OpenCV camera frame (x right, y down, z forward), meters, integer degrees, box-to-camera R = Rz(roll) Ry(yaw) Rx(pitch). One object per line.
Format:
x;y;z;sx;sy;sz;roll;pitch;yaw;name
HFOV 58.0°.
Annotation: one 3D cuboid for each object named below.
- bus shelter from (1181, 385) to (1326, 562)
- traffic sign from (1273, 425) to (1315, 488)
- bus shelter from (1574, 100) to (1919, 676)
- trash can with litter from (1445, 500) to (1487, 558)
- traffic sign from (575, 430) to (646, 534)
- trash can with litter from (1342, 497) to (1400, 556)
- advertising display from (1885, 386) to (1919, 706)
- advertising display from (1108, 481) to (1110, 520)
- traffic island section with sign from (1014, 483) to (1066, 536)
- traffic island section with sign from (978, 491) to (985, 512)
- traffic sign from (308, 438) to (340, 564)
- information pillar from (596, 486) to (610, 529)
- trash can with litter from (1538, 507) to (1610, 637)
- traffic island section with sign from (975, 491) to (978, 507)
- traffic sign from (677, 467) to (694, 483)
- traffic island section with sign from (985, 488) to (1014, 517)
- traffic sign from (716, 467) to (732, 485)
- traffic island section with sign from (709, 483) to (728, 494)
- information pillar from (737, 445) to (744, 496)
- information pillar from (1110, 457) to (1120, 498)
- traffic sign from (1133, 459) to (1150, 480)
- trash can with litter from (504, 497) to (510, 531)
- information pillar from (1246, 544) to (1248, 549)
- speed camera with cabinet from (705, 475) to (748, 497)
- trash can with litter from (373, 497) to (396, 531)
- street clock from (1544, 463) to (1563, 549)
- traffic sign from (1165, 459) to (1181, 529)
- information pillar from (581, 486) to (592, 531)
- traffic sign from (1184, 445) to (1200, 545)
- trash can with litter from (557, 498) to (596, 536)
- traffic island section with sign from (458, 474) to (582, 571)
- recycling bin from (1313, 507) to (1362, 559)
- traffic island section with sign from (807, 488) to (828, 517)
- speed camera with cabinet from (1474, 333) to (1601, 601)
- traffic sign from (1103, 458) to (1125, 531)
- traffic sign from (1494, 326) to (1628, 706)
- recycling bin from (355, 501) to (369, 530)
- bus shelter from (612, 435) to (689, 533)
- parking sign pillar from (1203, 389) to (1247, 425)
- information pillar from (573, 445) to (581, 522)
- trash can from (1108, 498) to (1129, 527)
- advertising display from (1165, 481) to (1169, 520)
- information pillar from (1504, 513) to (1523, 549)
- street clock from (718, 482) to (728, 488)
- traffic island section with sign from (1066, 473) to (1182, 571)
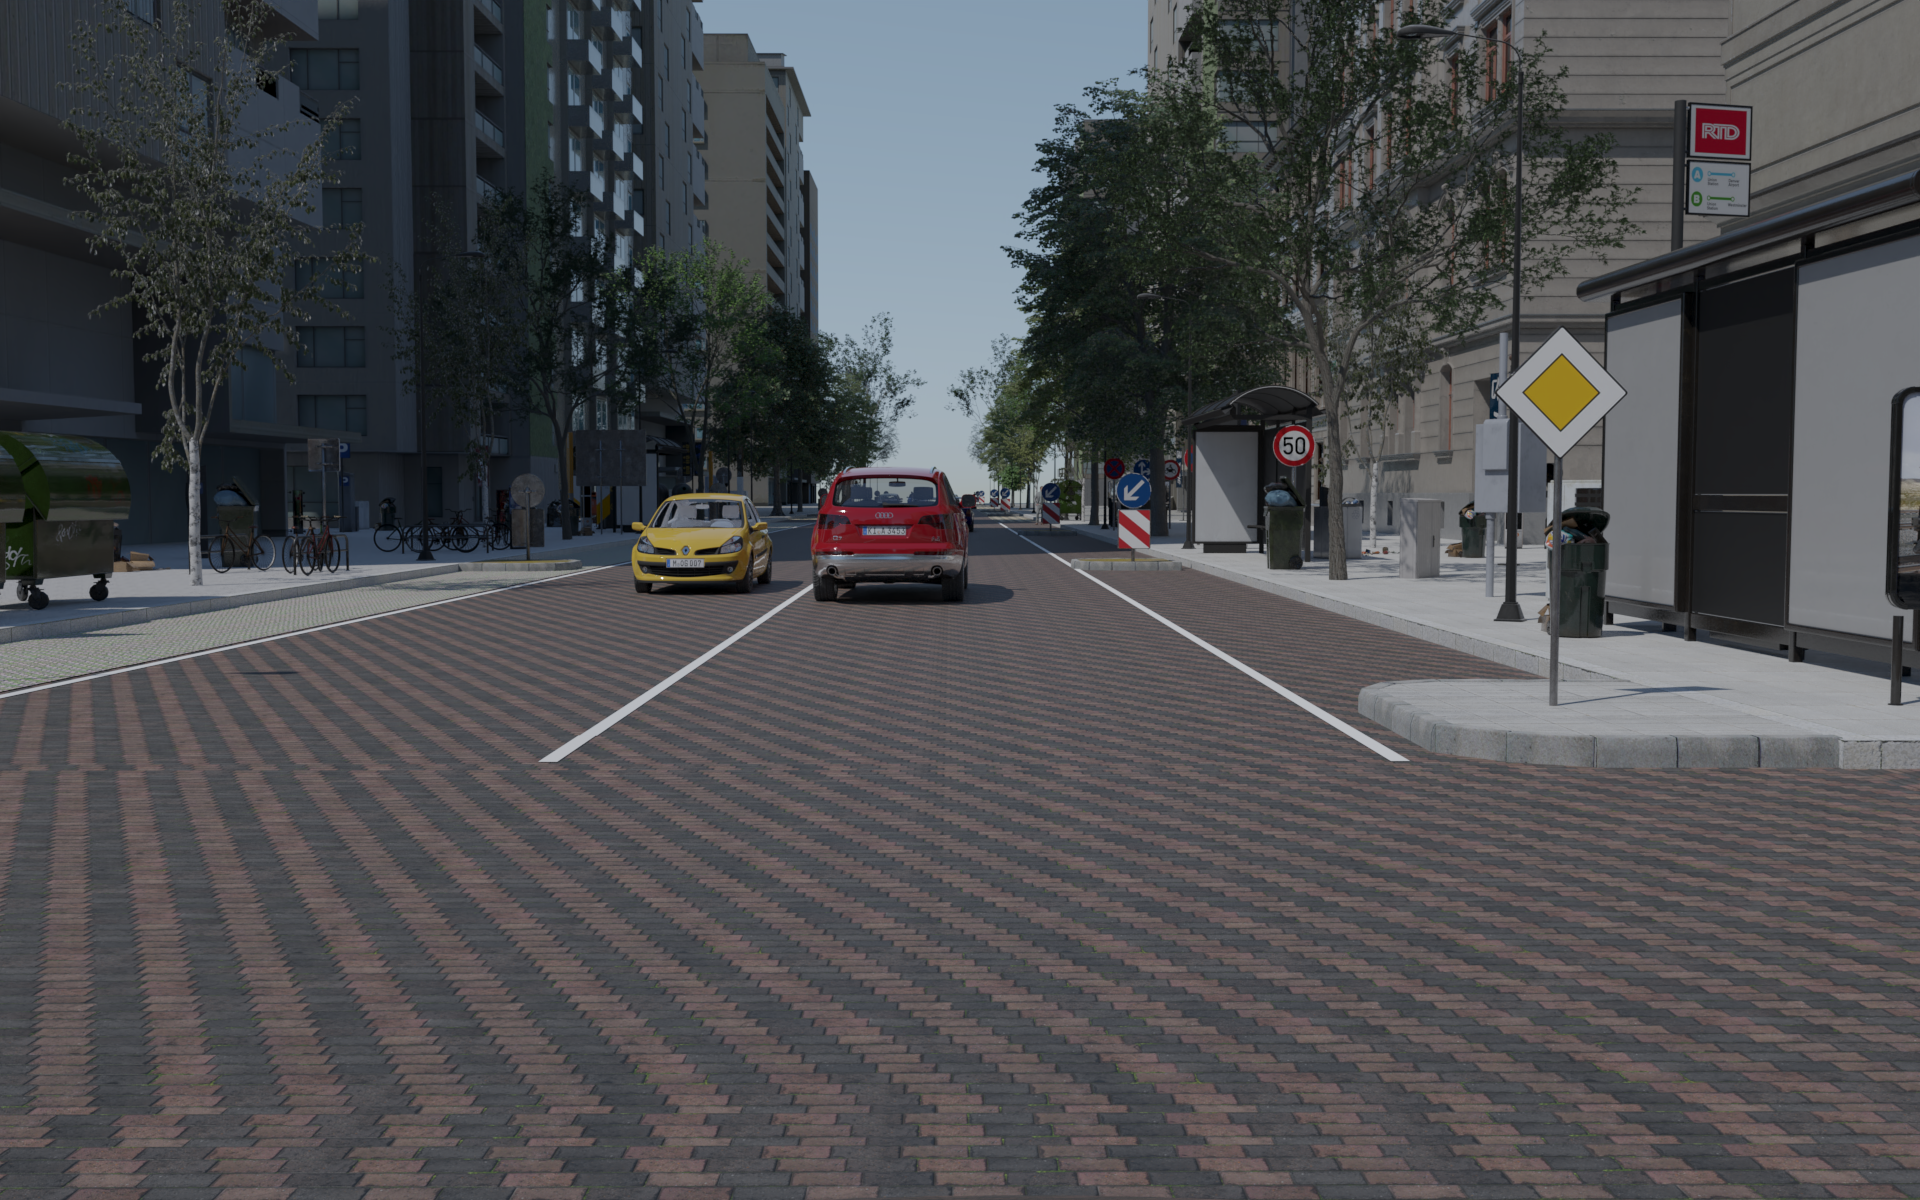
5.815;-2.507;34.913;2.014;3.302;5.546;0;4;0;bus shelter
6.155;-1.948;31.961;0.768;2.556;0.104;1;4;8;traffic sign
7.118;-2.310;15.404;2.179;5.291;8.768;0;4;0;bus shelter
10.201;-1.446;35.022;0.624;1.170;1.055;-1;4;-21;trash can with litter
-11.054;-3.730;54.853;2.265;3.308;0.079;0;4;4;traffic sign
8.672;-1.585;36.973;2.233;1.210;1.678;-2;4;-32;trash can with litter
6.096;-0.315;10.368;0.974;1.923;0.123;1;4;14;advertising display
7.720;-4.864;84.743;0.974;1.923;0.123;0;4;1;advertising display
3.019;-3.164;60.365;1.989;1.847;2.006;0;4;0;traffic island section with sign
2.598;-7.858;137.109;1.989;1.847;2.006;0;4;0;traffic island section with sign
-11.680;-1.816;31.817;0.606;2.300;0.079;0;4;7;traffic sign
-12.991;-4.379;62.952;0.504;3.616;0.183;-2;4;-26;information pillar
5.510;-0.270;15.796;0.624;1.170;1.055;0;4;3;trash can with litter
2.298;-11.239;192.386;1.989;1.847;2.006;0;4;0;traffic island section with sign
-12.421;-4.784;78.328;0.768;2.556;0.104;0;4;3;traffic sign
2.744;-6.205;110.071;1.989;1.847;2.006;0;4;0;traffic island section with sign
-11.129;-4.985;81.611;0.768;2.556;0.104;0;4;1;traffic sign
-8.401;-3.157;60.246;1.989;1.847;2.006;0;4;0;traffic island section with sign
-10.552;-5.618;83.217;0.183;3.616;0.504;-3;4;-37;information pillar
6.797;-5.179;76.037;0.504;3.616;0.183;1;4;11;information pillar
6.745;-3.889;63.697;0.768;2.556;0.104;0;4;2;traffic sign
-15.404;-3.011;60.616;1.055;1.170;0.624;-1;4;-18;trash can with litter
6.563;-2.203;40.519;0.304;2.012;0.304;1;4;20;information pillar
-11.387;-5.511;84.442;2.038;3.252;0.660;0;4;4;speed camera with cabinet
-20.155;-3.003;60.491;1.055;1.170;0.624;3;5;40;trash can with litter
13.729;-2.182;40.241;0.358;2.002;0.471;-3;4;-36;street clock
7.719;-3.888;63.671;0.768;2.556;0.104;0;3;0;traffic sign
-13.011;-3.413;60.290;0.304;2.012;0.304;-2;4;-28;information pillar
5.976;-2.645;43.344;0.768;2.556;0.104;0;4;1;traffic sign
-11.756;-2.550;53.075;0.624;1.170;1.055;3;5;42;trash can with litter
-8.253;-1.477;32.781;1.989;1.847;2.006;0;4;0;traffic island section with sign
7.521;-1.342;34.494;0.722;1.027;0.722;-1;4;-18;recycling bin
-8.679;-6.212;110.200;1.989;1.847;2.006;0;4;0;traffic island section with sign
7.229;-1.625;20.904;0.660;3.252;2.038;-2;4;-35;speed camera with cabinet
5.393;-3.701;60.615;0.768;2.556;0.104;0;3;0;traffic sign
3.594;-0.415;10.435;0.795;2.450;0.064;0;4;0;traffic sign
-21.896;-3.069;62.728;0.722;1.027;0.722;1;4;10;recycling bin
-10.808;-4.042;60.006;2.014;3.302;5.546;0;4;0;bus shelter
6.878;-3.476;45.298;1.447;3.967;1.447;-3;5;-40;parking sign pillar
-17.424;-5.319;78.317;0.504;3.616;0.183;-1;4;-13;information pillar
6.073;-3.401;67.256;0.748;1.137;0.748;0;3;0;trash can
10.035;-4.869;84.827;0.123;1.923;0.974;3;4;37;advertising display
12.961;-2.202;40.500;0.304;2.012;0.304;-1;4;-17;information pillar
-11.430;-4.834;83.613;0.471;2.002;0.358;0;4;-6;street clock
3.164;-1.516;33.410;1.989;1.847;2.006;0;4;0;traffic island section with sign
